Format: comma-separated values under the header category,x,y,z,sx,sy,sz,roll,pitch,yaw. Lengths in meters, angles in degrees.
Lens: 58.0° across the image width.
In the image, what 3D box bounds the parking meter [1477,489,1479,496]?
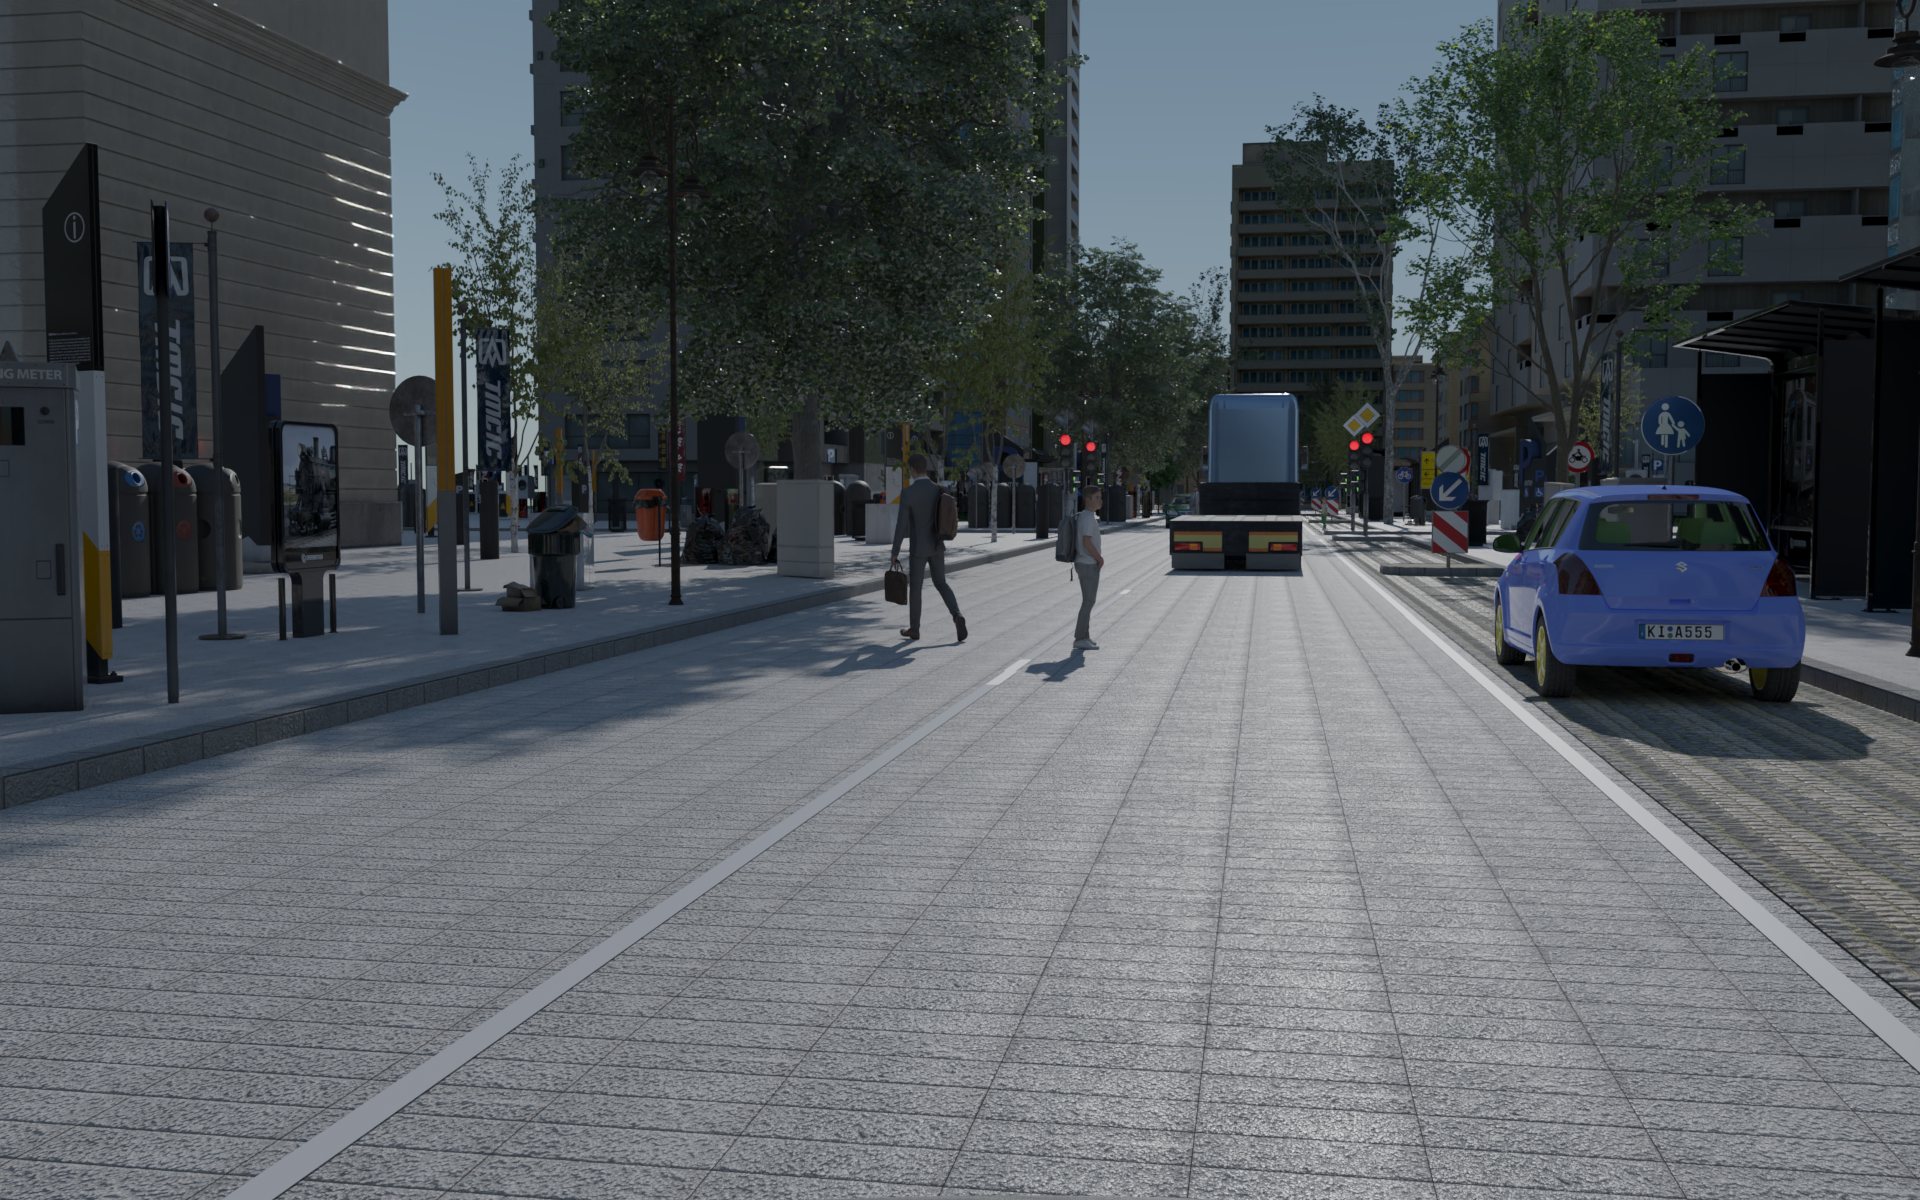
category,x,y,z,sx,sy,sz,roll,pitch,yaw
parking meter,33.371,-6.435,110.930,0.399,1.863,0.255,-1,4,-11

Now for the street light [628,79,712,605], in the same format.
category,x,y,z,sx,sy,sz,roll,pitch,yaw
street light,-3.290,-2.880,19.881,0.468,5.910,1.993,1,4,10

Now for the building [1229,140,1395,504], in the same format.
category,x,y,z,sx,sy,sz,roll,pitch,yaw
building,48.372,-37.707,240.218,21.600,48.544,21.300,1,4,10

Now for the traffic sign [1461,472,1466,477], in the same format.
category,x,y,z,sx,sy,sz,roll,pitch,yaw
traffic sign,13.966,-2.860,48.898,0.606,2.300,0.079,1,4,19

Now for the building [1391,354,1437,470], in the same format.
category,x,y,z,sx,sy,sz,roll,pitch,yaw
building,73.851,-24.165,240.130,28.899,21.520,27.650,1,4,10

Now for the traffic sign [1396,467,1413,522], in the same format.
category,x,y,z,sx,sy,sz,roll,pitch,yaw
traffic sign,20.752,-4.942,80.906,0.768,2.556,0.104,1,4,16

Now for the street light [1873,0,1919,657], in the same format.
category,x,y,z,sx,sy,sz,roll,pitch,yaw
street light,7.582,-2.492,13.524,0.468,5.910,1.993,1,4,10

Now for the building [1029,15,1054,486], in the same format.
category,x,y,z,sx,sy,sz,roll,pitch,yaw
building,-1.653,-44.399,164.175,20.563,71.187,20.611,1,4,10

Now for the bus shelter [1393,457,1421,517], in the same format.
category,x,y,z,sx,sy,sz,roll,pitch,yaw
bus shelter,24.464,-6.250,96.119,2.014,3.302,5.546,1,4,10

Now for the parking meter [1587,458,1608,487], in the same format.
category,x,y,z,sx,sy,sz,roll,pitch,yaw
parking meter,10.393,-1.380,28.268,0.255,1.863,0.399,1,4,9

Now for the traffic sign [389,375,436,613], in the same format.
category,x,y,z,sx,sy,sz,roll,pitch,yaw
traffic sign,-5.811,-1.131,18.604,0.768,2.556,0.104,1,4,18

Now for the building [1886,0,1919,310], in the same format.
category,x,y,z,sx,sy,sz,roll,pitch,yaw
building,95.912,-33.874,173.455,30.456,49.044,23.786,1,4,10

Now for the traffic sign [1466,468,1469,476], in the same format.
category,x,y,z,sx,sy,sz,roll,pitch,yaw
traffic sign,17.741,-3.769,61.729,0.768,2.556,0.104,1,4,15

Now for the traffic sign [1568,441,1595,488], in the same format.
category,x,y,z,sx,sy,sz,roll,pitch,yaw
traffic sign,14.856,-2.542,41.667,0.768,2.556,0.104,1,4,15

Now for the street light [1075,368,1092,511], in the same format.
category,x,y,z,sx,sy,sz,roll,pitch,yaw
street light,4.520,-5.546,63.469,0.468,5.910,1.993,1,4,10

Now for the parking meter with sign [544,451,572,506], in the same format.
category,x,y,z,sx,sy,sz,roll,pitch,yaw
parking meter with sign,-16.035,-4.531,70.339,0.543,3.016,1.738,2,4,33

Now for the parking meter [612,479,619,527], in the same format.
category,x,y,z,sx,sy,sz,roll,pitch,yaw
parking meter,-13.441,-3.783,67.558,0.255,1.863,0.399,-1,4,-14

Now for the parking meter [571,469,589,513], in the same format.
category,x,y,z,sx,sy,sz,roll,pitch,yaw
parking meter,-9.002,-2.163,41.075,0.255,1.863,0.399,2,4,25

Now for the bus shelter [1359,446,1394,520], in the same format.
category,x,y,z,sx,sy,sz,roll,pitch,yaw
bus shelter,20.884,-5.884,87.483,1.731,3.624,6.357,1,4,10

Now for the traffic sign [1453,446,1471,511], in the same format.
category,x,y,z,sx,sy,sz,roll,pitch,yaw
traffic sign,13.192,-2.814,46.123,0.768,2.556,0.104,1,4,11

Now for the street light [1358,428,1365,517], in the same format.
category,x,y,z,sx,sy,sz,roll,pitch,yaw
street light,22.109,-7.517,95.698,0.468,5.910,1.993,1,4,10

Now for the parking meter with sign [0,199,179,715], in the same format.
category,x,y,z,sx,sy,sz,roll,pitch,yaw
parking meter with sign,-5.589,-0.854,10.221,1.738,3.016,0.543,-1,4,-23

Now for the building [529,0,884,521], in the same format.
category,x,y,z,sx,sy,sz,roll,pitch,yaw
building,-12.203,-19.313,87.465,14.160,30.474,14.107,1,4,10

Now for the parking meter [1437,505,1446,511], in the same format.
category,x,y,z,sx,sy,sz,roll,pitch,yaw
parking meter,18.439,-3.542,66.327,0.372,1.533,0.369,0,3,0

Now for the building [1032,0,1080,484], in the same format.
category,x,y,z,sx,sy,sz,roll,pitch,yaw
building,-1.270,-39.727,191.543,28.212,58.520,21.231,1,4,10

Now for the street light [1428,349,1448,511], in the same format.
category,x,y,z,sx,sy,sz,roll,pitch,yaw
street light,14.350,-4.854,52.148,0.468,5.910,1.993,1,4,10

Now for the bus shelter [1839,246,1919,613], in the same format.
category,x,y,z,sx,sy,sz,roll,pitch,yaw
bus shelter,9.798,-1.490,15.642,1.731,3.624,6.357,1,4,10

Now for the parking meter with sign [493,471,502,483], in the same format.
category,x,y,z,sx,sy,sz,roll,pitch,yaw
parking meter with sign,-27.769,-6.510,102.699,0.543,3.016,1.738,1,4,9

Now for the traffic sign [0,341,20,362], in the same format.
category,x,y,z,sx,sy,sz,roll,pitch,yaw
traffic sign,-8.080,-0.901,14.730,0.884,2.594,0.081,1,4,19

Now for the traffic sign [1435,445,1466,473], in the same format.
category,x,y,z,sx,sy,sz,roll,pitch,yaw
traffic sign,12.777,-2.757,45.189,0.768,2.556,0.104,1,4,12

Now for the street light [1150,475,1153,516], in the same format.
category,x,y,z,sx,sy,sz,roll,pitch,yaw
street light,11.300,-7.911,102.128,0.468,5.910,1.993,1,4,10

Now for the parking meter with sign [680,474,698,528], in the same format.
category,x,y,z,sx,sy,sz,roll,pitch,yaw
parking meter with sign,-9.819,-4.283,66.286,1.738,3.016,0.543,-2,4,-25

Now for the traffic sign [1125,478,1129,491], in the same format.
category,x,y,z,sx,sy,sz,roll,pitch,yaw
traffic sign,13.189,-8.316,136.072,0.768,2.556,0.104,1,4,19

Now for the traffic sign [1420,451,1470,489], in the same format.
category,x,y,z,sx,sy,sz,roll,pitch,yaw
traffic sign,23.047,-5.408,82.297,2.265,3.308,0.079,1,4,13

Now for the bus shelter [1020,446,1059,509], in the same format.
category,x,y,z,sx,sy,sz,roll,pitch,yaw
bus shelter,2.981,-4.995,75.586,2.014,3.302,5.546,1,4,10

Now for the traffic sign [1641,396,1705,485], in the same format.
category,x,y,z,sx,sy,sz,roll,pitch,yaw
traffic sign,9.244,-1.371,22.527,0.768,2.556,0.104,1,4,18

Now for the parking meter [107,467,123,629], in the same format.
category,x,y,z,sx,sy,sz,roll,pitch,yaw
parking meter,-8.210,-0.495,16.508,0.372,1.533,0.369,0,3,0

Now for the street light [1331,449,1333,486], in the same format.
category,x,y,z,sx,sy,sz,roll,pitch,yaw
street light,28.906,-9.879,134.316,0.468,5.910,1.993,1,4,10

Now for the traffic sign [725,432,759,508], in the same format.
category,x,y,z,sx,sy,sz,roll,pitch,yaw
traffic sign,-4.469,-2.157,35.379,0.768,2.556,0.104,1,4,18

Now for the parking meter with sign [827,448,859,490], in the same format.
category,x,y,z,sx,sy,sz,roll,pitch,yaw
parking meter with sign,-4.253,-4.313,66.781,1.738,3.016,0.543,-3,5,-39

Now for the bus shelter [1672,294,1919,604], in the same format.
category,x,y,z,sx,sy,sz,roll,pitch,yaw
bus shelter,11.390,-1.993,23.876,1.731,3.624,6.357,1,4,10

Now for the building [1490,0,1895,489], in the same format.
category,x,y,z,sx,sy,sz,roll,pitch,yaw
building,60.971,-34.138,147.396,28.713,52.752,27.495,1,4,10

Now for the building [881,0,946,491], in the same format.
category,x,y,z,sx,sy,sz,roll,pitch,yaw
building,-13.400,-30.420,121.063,21.300,48.544,21.600,1,4,10

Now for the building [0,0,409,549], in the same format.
category,x,y,z,sx,sy,sz,roll,pitch,yaw
building,-26.868,-14.787,39.028,25.104,27.353,12.463,1,4,10

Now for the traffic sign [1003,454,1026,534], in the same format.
category,x,y,z,sx,sy,sz,roll,pitch,yaw
traffic sign,1.724,-3.385,55.452,0.768,2.556,0.104,1,4,19

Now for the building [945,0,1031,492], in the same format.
category,x,y,z,sx,sy,sz,roll,pitch,yaw
building,-1.869,-30.376,146.750,14.600,45.320,14.200,1,4,10

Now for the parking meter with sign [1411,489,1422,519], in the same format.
category,x,y,z,sx,sy,sz,roll,pitch,yaw
parking meter with sign,24.093,-5.673,89.011,1.738,3.016,0.543,2,4,33

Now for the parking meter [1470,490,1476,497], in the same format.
category,x,y,z,sx,sy,sz,roll,pitch,yaw
parking meter,35.454,-6.812,119.784,0.372,1.533,0.369,0,3,0

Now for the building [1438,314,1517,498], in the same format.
category,x,y,z,sx,sy,sz,roll,pitch,yaw
building,64.496,-20.265,176.371,27.650,21.520,28.899,1,4,10

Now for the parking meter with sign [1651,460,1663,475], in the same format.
category,x,y,z,sx,sy,sz,roll,pitch,yaw
parking meter with sign,35.428,-5.662,88.831,0.543,3.016,1.738,0,4,2

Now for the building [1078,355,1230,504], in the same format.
category,x,y,z,sx,sy,sz,roll,pitch,yaw
building,24.016,-24.664,248.297,28.899,21.520,27.650,1,4,10
